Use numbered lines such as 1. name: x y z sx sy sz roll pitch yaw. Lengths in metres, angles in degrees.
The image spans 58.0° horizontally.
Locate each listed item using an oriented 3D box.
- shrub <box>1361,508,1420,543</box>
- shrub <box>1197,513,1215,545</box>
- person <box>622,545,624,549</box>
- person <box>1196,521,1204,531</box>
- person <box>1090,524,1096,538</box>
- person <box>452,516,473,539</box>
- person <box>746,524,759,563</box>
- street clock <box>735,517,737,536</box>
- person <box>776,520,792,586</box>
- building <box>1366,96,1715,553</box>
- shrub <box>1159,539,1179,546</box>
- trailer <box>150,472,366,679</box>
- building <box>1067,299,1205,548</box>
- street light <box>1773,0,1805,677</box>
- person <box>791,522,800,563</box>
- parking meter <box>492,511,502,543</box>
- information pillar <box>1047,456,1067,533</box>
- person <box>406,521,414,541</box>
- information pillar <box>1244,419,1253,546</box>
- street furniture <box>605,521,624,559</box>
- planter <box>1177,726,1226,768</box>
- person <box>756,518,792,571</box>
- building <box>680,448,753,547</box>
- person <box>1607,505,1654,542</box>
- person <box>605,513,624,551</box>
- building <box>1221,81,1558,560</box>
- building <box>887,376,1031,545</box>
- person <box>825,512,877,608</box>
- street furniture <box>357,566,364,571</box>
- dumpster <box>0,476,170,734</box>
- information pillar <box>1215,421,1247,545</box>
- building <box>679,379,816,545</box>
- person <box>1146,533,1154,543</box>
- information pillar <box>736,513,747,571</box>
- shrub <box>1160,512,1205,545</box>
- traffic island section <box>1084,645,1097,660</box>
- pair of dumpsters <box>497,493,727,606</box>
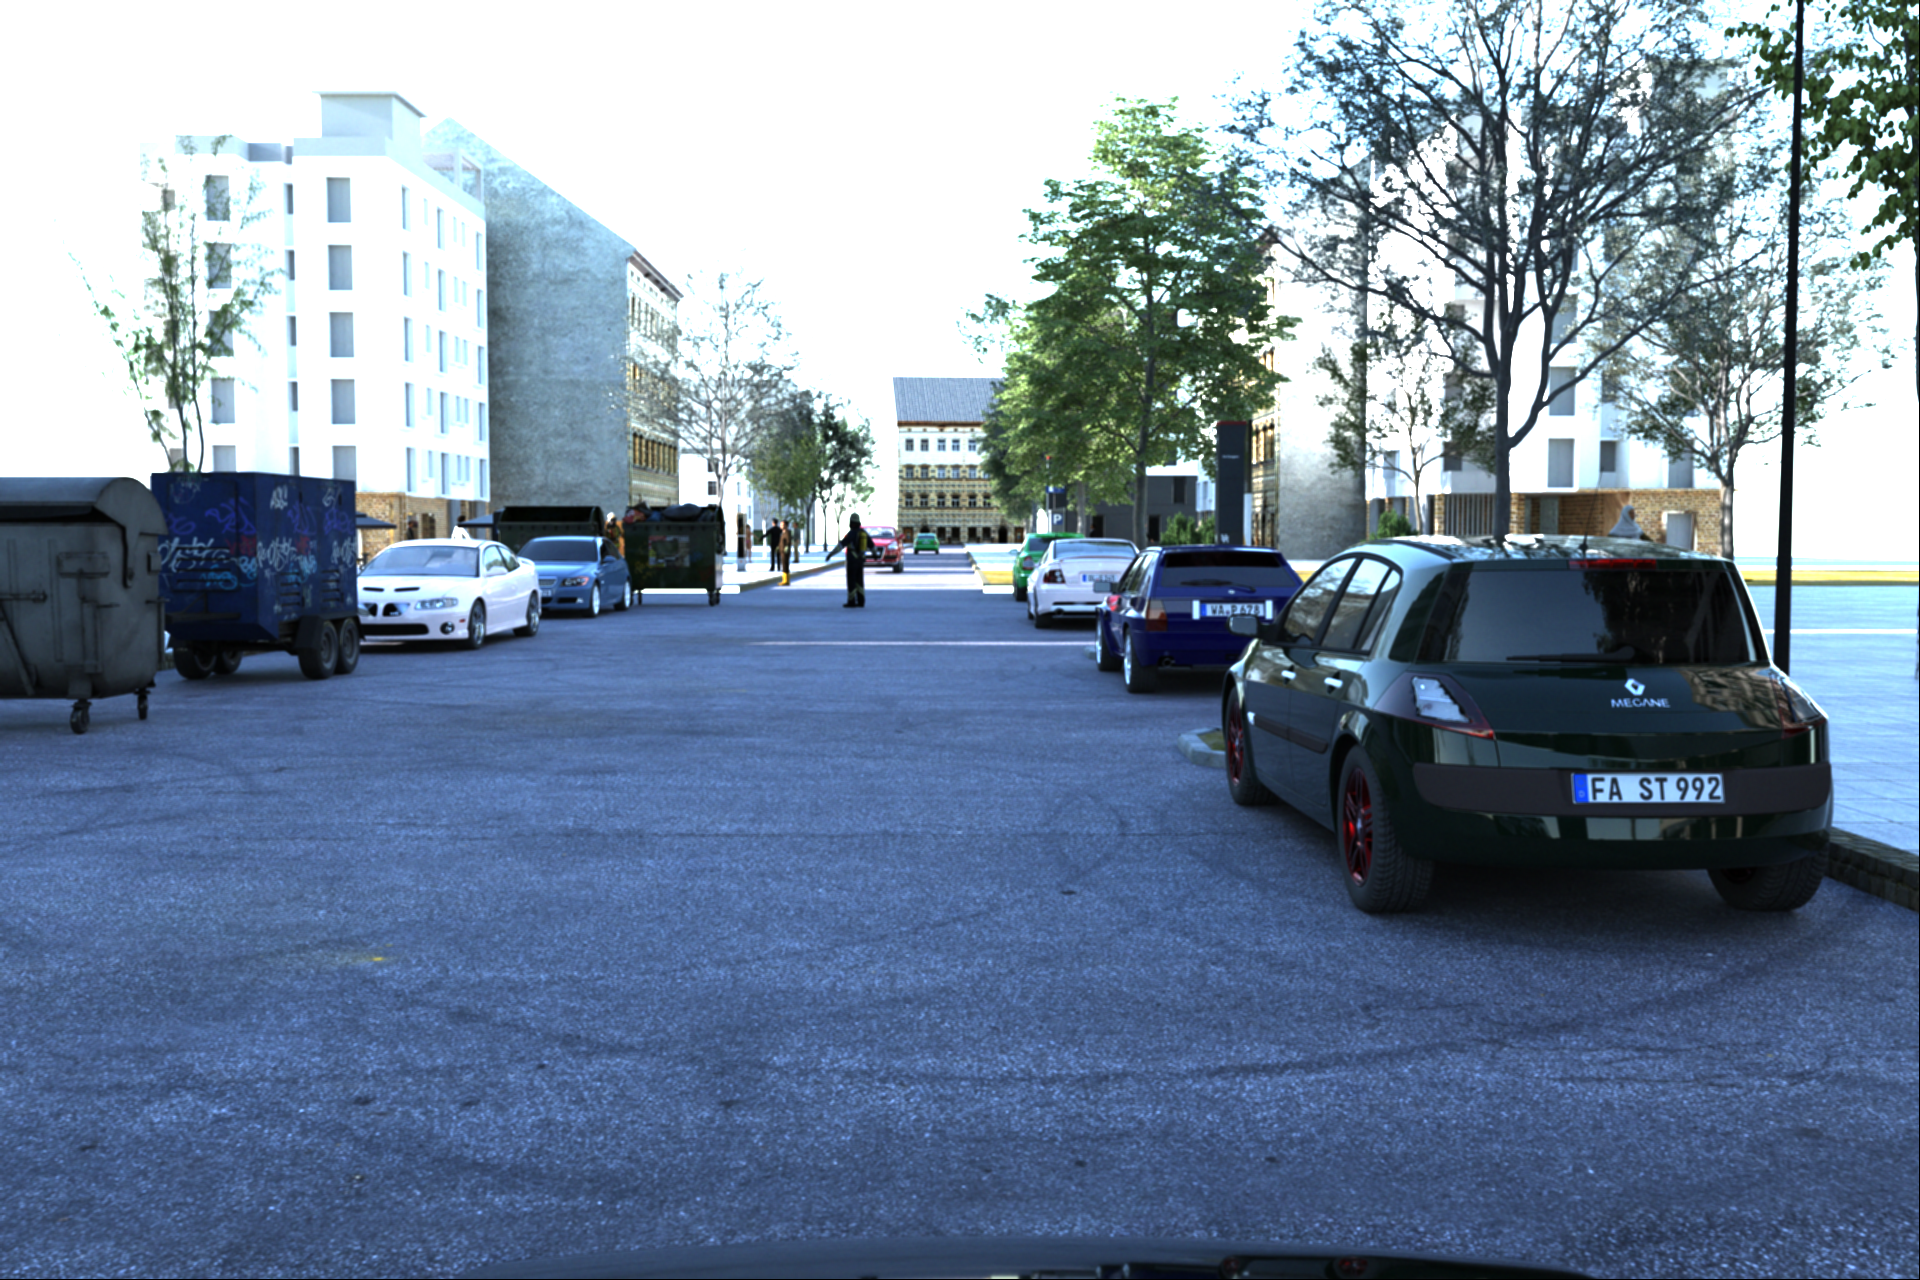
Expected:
1. shrub: 12.131 -2.706 48.657 1.690 2.028 1.600 0 3 0
2. shrub: 9.064 -3.506 61.746 1.690 2.028 1.600 0 3 0
3. person: -8.153 -2.375 44.965 1.347 1.817 0.704 2 4 24
4. person: 9.262 -3.681 66.306 1.348 1.813 0.705 1 4 18
5. person: 5.993 -4.428 79.116 0.721 1.740 1.216 0 4 5
6. person: -14.157 -2.641 49.369 0.705 1.806 1.347 -3 5 -45
7. person: -9.359 -4.292 76.971 1.217 1.733 0.721 2 4 35
8. street clock: -7.675 -3.409 60.303 0.358 2.002 0.471 0 4 0
9. person: -4.886 -2.419 48.153 0.704 1.812 1.346 -1 4 -17
10. building: 24.537 -13.746 81.175 16.016 20.090 11.380 0 3 0
11. shrub: 5.267 -2.002 43.842 1.383 1.207 1.383 0 3 0
12. trailer: -6.945 -0.588 16.668 1.471 1.999 3.904 0 4 0
13. building: 22.315 -19.760 167.058 27.936 21.610 32.646 0 4 0
14. street light: 6.146 -2.392 11.653 1.470 5.913 1.316 0 3 0
15. person: -7.264 -4.292 76.448 0.705 1.796 1.348 -1 4 -21
16. parking meter: -10.824 -2.152 40.890 0.399 1.863 0.255 0 3 0
17. information pillar: 3.230 -4.182 57.755 0.750 3.857 0.750 0 4 -1
18. person: -22.591 -3.979 71.278 0.704 1.802 1.346 -1 4 -22
19. information pillar: 5.904 -2.701 35.520 0.183 3.616 0.504 0 4 0
20. street furniture: -14.272 -3.260 60.151 9.812 1.723 11.010 0 4 7
21. planter: 2.450 0.605 11.254 1.991 0.319 1.994 0 4 1
22. person: -6.418 -3.316 60.157 1.347 1.837 0.705 -2 4 -28
23. building: -26.327 -14.742 183.177 9.099 9.664 28.070 0 4 1
24. person: 10.577 -1.254 27.274 1.217 1.736 0.721 -1 4 -20
25. person: -9.414 -2.519 46.961 1.354 1.858 0.705 -3 4 -36
26. building: 24.808 -16.069 93.656 19.493 23.208 18.063 0 4 0
27. building: -0.427 -24.860 239.844 18.063 23.208 19.493 0 4 -6
28. person: -2.067 -1.569 33.894 0.705 1.856 1.354 3 5 43
29. street furniture: -16.937 -1.652 42.639 5.734 0.657 10.072 -1 4 -15
30. dumpster: -7.018 -0.283 12.841 1.865 1.857 1.264 0 3 0
31. information pillar: 6.243 -3.093 39.955 0.750 3.857 0.750 0 4 0
32. building: -27.455 -21.182 212.785 16.747 18.905 31.486 0 4 0
33. person: 7.997 -4.223 75.229 0.705 1.806 1.347 -1 4 -21
34. information pillar: -7.549 -3.386 59.852 0.304 2.012 0.304 0 4 1
35. shrub: 7.131 -3.150 55.927 1.690 2.028 1.600 0 3 0
36. traffic island section: 2.472 0.155 20.326 1.991 0.108 1.994 0 4 -1
37. pair of dumpsters: -6.957 -1.821 34.730 4.436 2.255 1.574 0 3 0
